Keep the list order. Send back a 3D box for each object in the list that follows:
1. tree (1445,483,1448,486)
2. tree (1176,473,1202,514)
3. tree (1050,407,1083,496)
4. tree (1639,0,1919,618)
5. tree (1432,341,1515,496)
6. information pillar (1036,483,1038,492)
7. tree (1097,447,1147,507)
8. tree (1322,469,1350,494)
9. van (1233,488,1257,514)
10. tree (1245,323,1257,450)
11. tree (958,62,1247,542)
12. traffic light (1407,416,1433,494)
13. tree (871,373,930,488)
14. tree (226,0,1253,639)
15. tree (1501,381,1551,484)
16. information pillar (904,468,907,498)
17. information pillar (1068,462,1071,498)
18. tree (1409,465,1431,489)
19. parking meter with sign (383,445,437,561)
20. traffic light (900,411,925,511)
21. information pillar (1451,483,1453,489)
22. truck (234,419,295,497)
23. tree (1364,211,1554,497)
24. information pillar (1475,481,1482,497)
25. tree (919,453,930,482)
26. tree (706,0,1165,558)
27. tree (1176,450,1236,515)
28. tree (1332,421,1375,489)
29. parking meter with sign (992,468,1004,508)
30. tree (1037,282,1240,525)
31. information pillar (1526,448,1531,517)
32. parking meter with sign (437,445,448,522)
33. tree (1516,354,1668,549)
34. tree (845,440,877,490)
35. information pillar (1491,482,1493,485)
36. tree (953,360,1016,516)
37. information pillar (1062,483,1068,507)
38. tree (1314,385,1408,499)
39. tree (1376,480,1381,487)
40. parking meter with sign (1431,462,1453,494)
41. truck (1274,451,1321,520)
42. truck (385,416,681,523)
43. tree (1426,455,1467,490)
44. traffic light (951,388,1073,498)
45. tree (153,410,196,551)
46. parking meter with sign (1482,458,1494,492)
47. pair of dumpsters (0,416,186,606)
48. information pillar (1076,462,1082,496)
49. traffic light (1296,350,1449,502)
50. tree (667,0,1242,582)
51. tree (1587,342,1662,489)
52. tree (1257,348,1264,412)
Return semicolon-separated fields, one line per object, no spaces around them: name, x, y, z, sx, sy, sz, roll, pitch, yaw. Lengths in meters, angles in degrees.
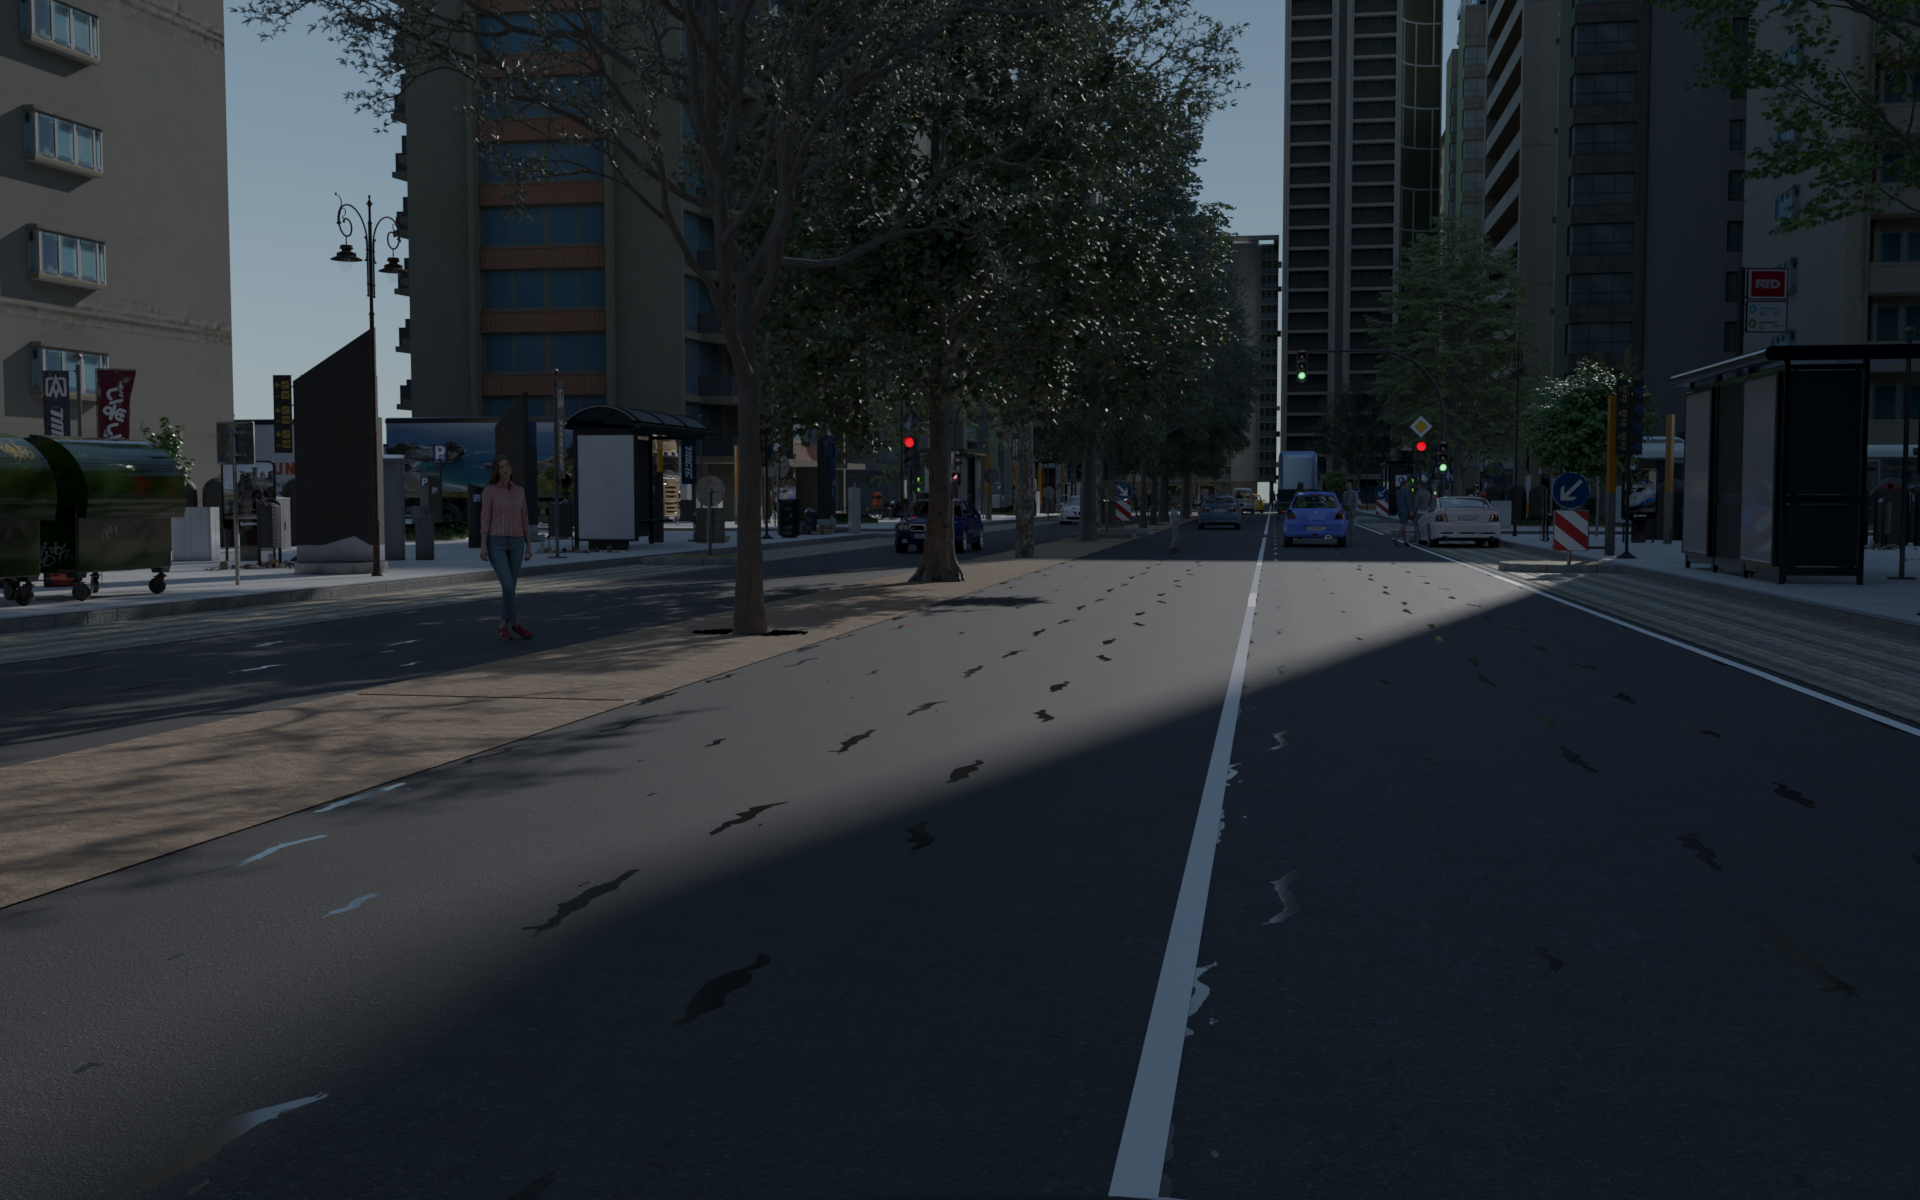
tree;32.287;-7.521;117.562;1.663;3.219;1.824;0;3;0
tree;17.246;-10.533;125.036;4.360;8.622;3.978;0;3;0
tree;8.251;-10.910;128.736;4.360;8.622;3.978;0;3;0
tree;10.709;-5.611;17.489;9.928;11.665;9.643;0;3;0
tree;23.248;-7.901;79.551;4.360;8.622;3.978;0;3;0
information pillar;4.908;-6.694;113.945;0.304;2.012;0.304;-3;4;-39
tree;21.173;-16.232;199.800;7.601;10.594;8.767;3;5;42
tree;44.465;-13.553;205.300;4.285;4.588;4.351;0;3;0
van;20.550;-7.255;125.636;2.013;2.044;4.112;1;4;10
tree;10.501;-11.015;89.202;9.857;13.997;8.962;0;3;0
tree;3.823;-8.725;51.769;9.857;13.997;8.962;0;3;0
traffic light;16.469;-4.473;62.052;0.839;4.253;0.868;1;4;10
tree;-2.097;-7.351;70.544;4.737;8.622;4.395;0;3;0
tree;-2.130;-6.375;17.061;12.009;13.543;11.850;0;3;0
tree;36.733;-9.801;110.603;4.737;8.622;4.395;0;3;0
information pillar;-3.261;-6.845;103.272;0.183;3.616;0.504;0;4;7
information pillar;7.890;-8.176;125.027;0.183;3.616;0.504;1;4;18
tree;26.658;-6.433;99.784;1.663;3.219;1.824;0;3;0
parking meter with sign;-11.092;-2.278;33.499;1.738;3.016;0.543;-1;4;-15
traffic light;-1.598;-4.175;57.179;0.839;4.253;0.868;1;4;10
information pillar;26.421;-5.385;92.537;0.304;2.012;0.304;-3;4;-36
truck;-29.314;-4.755;66.655;11.283;4.237;2.839;1;4;11
tree;19.835;-9.307;70.293;7.486;12.596;7.792;0;3;0
information pillar;29.710;-5.791;99.168;0.304;2.012;0.304;-2;4;-28
tree;-1.469;-7.893;112.765;4.285;4.588;4.351;0;3;0
tree;0.408;-11.062;39.202;12.611;20.169;13.585;0;3;0
tree;15.656;-12.110;118.587;7.486;12.596;7.792;0;3;0
tree;35.989;-12.688;157.814;4.360;8.622;3.978;0;3;0
parking meter with sign;2.467;-7.323;115.988;0.543;3.016;1.738;-2;4;-25
tree;8.981;-9.233;79.166;9.928;11.665;9.643;0;3;0
information pillar;25.082;-5.203;76.431;0.183;3.616;0.504;0;4;1
parking meter with sign;-18.562;-3.932;60.545;0.543;3.016;1.738;1;4;13
tree;14.874;-3.501;40.949;4.285;4.588;4.351;0;3;0
tree;-7.025;-10.092;115.366;4.360;8.622;3.978;0;3;0
information pillar;31.331;-5.999;102.568;0.304;2.012;0.304;3;4;37
tree;3.288;-10.815;102.581;9.928;11.665;9.643;0;3;0
information pillar;7.044;-6.835;116.243;0.304;2.012;0.304;-1;4;-21
tree;34.203;-13.040;147.615;8.767;10.594;7.601;1;4;21
tree;31.885;-8.263;129.698;1.663;3.219;1.824;0;3;0
parking meter with sign;25.793;-5.945;93.464;1.738;3.016;0.543;0;4;3
truck;20.130;-6.920;102.895;2.967;4.110;18.799;1;4;10
truck;-15.339;-4.575;63.722;11.283;4.237;2.839;1;4;11
tree;34.149;-8.512;122.892;4.285;4.588;4.351;0;3;0
traffic light;1.898;-5.507;64.699;4.771;5.953;1.251;1;4;10
tree;-18.003;-2.745;39.489;1.663;3.219;1.824;0;3;0
parking meter with sign;25.836;-5.422;84.905;0.543;3.016;1.738;1;4;14
pair of dumpsters;-11.085;-1.089;20.307;1.574;2.255;4.437;1;4;10
information pillar;8.589;-8.144;124.510;0.504;3.616;0.183;3;4;37
traffic light;12.972;-4.878;54.425;4.771;5.953;1.251;1;4;10
tree;-0.316;-6.650;28.189;9.611;12.733;9.660;0;3;0
tree;32.185;-8.234;84.995;4.737;8.622;4.395;0;3;0
tree;13.024;-11.677;100.023;9.857;13.997;8.962;0;3;0
